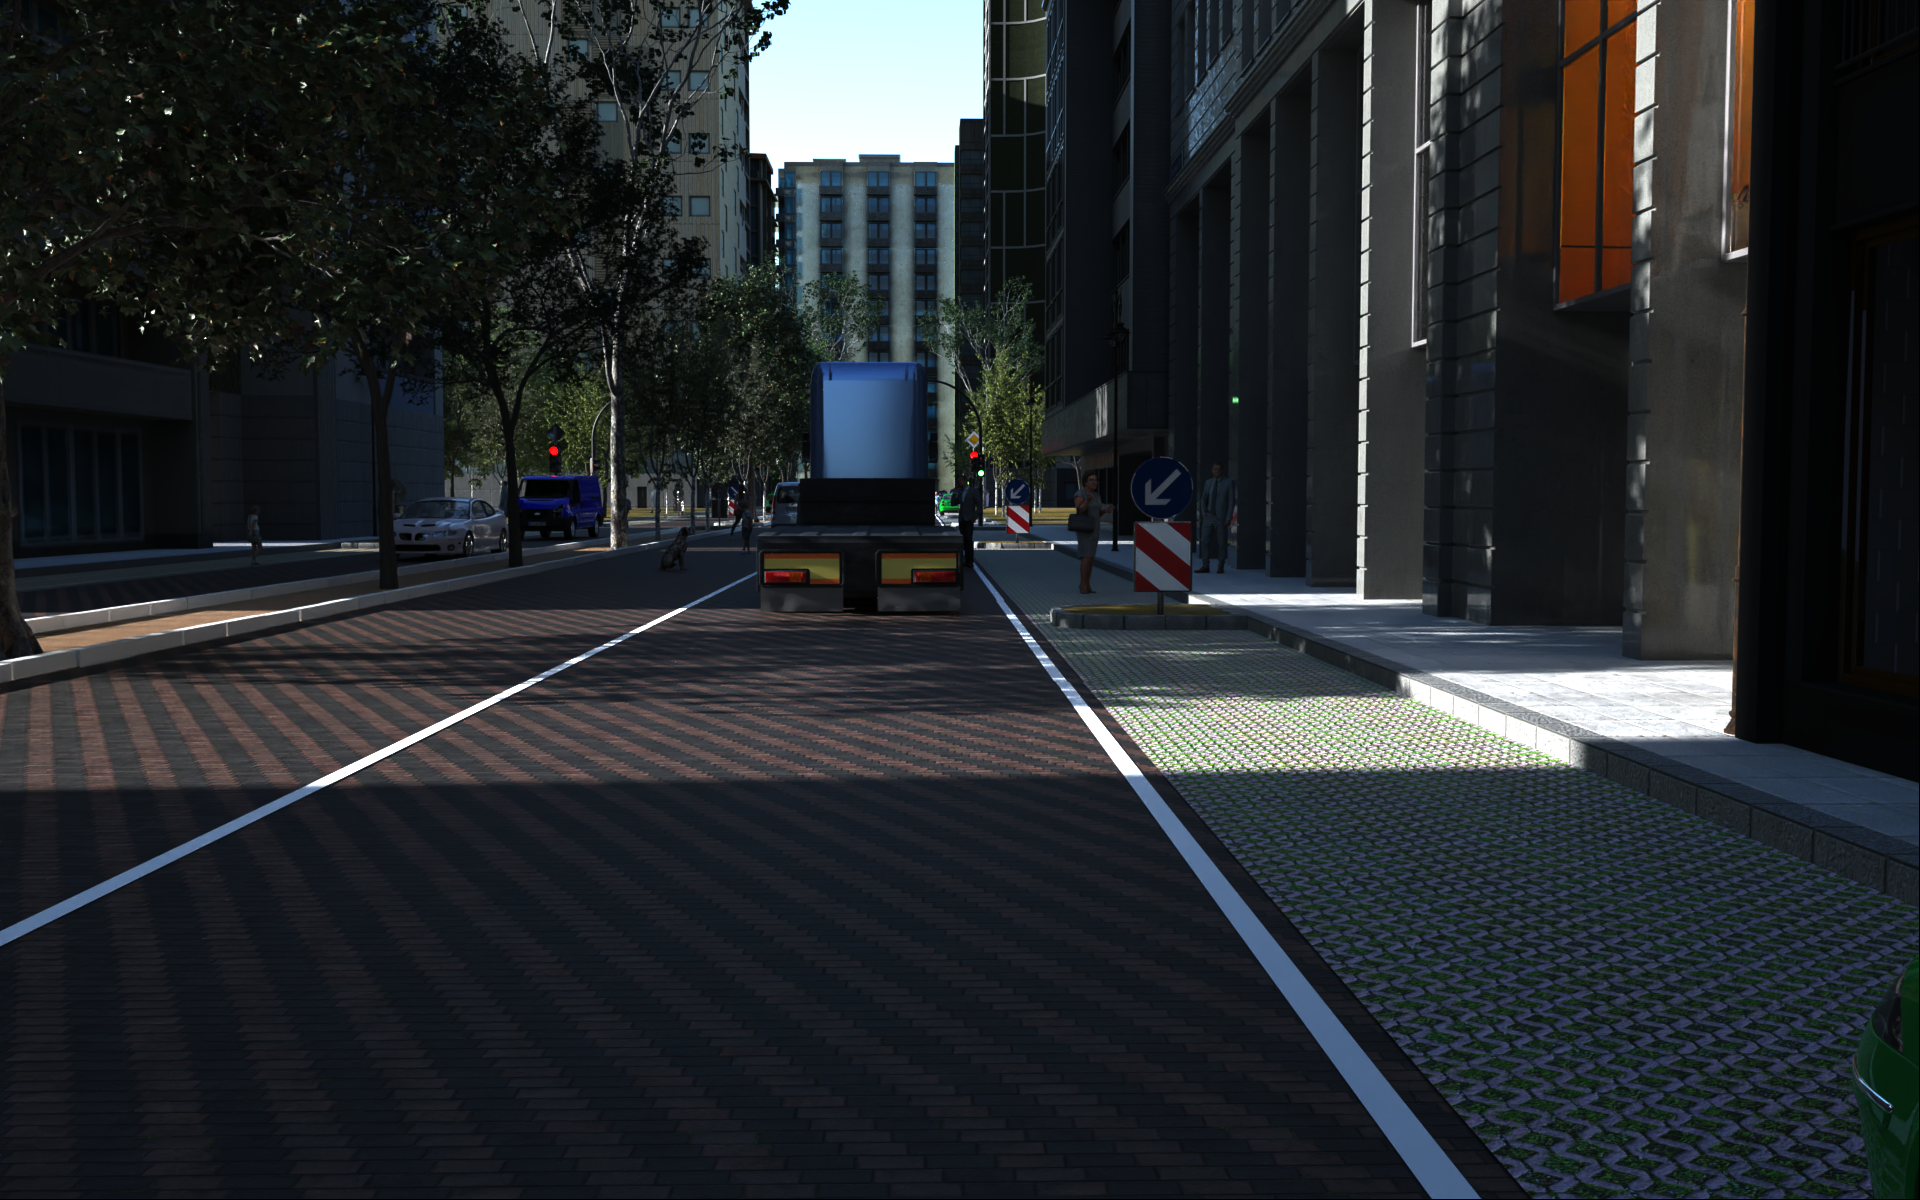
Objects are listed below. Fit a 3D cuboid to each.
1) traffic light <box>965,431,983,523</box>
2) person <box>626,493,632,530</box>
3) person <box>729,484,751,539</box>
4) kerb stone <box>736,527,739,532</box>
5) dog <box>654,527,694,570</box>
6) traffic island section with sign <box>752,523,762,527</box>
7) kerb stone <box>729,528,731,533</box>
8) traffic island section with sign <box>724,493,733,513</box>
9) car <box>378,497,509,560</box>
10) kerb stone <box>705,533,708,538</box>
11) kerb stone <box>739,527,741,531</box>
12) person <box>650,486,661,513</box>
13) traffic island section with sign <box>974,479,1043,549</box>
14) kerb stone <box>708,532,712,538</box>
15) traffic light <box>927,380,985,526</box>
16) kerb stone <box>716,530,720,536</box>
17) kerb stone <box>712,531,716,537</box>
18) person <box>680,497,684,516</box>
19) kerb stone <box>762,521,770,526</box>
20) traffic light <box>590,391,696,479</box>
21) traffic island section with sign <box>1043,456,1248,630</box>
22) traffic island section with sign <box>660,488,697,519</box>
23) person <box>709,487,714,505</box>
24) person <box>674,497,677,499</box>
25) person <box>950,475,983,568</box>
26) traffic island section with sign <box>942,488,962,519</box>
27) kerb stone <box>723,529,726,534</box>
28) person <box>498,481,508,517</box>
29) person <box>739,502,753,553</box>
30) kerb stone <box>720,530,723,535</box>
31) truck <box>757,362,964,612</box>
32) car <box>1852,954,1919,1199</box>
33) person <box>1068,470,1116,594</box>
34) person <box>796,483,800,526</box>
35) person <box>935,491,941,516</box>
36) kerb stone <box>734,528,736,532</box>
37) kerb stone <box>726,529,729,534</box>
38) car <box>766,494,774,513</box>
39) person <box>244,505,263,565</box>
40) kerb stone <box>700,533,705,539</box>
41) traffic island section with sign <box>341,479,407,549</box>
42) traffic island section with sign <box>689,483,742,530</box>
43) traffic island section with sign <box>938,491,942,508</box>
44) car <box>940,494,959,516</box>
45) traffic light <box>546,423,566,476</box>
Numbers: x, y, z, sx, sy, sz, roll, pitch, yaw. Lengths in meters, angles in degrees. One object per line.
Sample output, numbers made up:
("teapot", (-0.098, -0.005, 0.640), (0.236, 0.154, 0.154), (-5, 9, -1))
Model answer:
("traffic light", (0.606, -5.380, 76.879), (0.839, 4.253, 0.868), (0, 4, -1))
("person", (-13.324, -3.533, 68.854), (0.523, 1.515, 0.503), (-1, 4, -13))
("person", (-6.976, -2.792, 54.742), (0.643, 1.750, 0.593), (3, 4, 38))
("kerb stone", (-8.517, -2.618, 65.007), (0.120, 0.150, 1.000), (0, 4, -1))
("dog", (-5.480, -0.971, 32.705), (0.800, 0.831, 0.513), (1, 4, 19))
("traffic island section with sign", (-9.827, -4.176, 76.409), (2.006, 1.907, 1.989), (0, 4, -1))
("kerb stone", (-8.470, -2.493, 62.962), (0.120, 0.150, 1.000), (0, 4, -1))
("traffic island section with sign", (-17.088, -7.311, 128.155), (1.989, 1.847, 2.006), (0, 4, -1))
("car", (-11.507, -1.620, 38.852), (2.083, 1.381, 4.827), (0, 4, 0))
("kerb stone", (-8.304, -2.055, 55.786), (0.120, 0.150, 1.000), (0, 4, -1))
("kerb stone", (-8.546, -2.681, 66.035), (0.120, 0.150, 1.000), (0, 4, -1))
("person", (-20.585, -6.795, 117.017), (0.818, 1.842, 0.514), (-1, 4, -14))
("traffic island section with sign", (1.380, -2.286, 46.011), (1.989, 1.847, 2.006), (0, 4, -1))
("kerb stone", (-8.329, -2.114, 56.811), (0.120, 0.150, 1.000), (0, 4, -1))
("traffic light", (-1.295, -5.752, 68.706), (4.771, 5.953, 1.251), (0, 4, -1))
("kerb stone", (-8.376, -2.242, 58.860), (0.120, 0.150, 1.000), (0, 4, -1))
("kerb stone", (-8.349, -2.178, 57.838), (0.120, 0.150, 1.000), (0, 4, -1))
("person", (-16.689, -5.556, 104.018), (0.352, 1.250, 0.332), (3, 4, 36))
("kerb stone", (-8.849, -3.461, 78.846), (0.120, 0.150, 1.000), (0, 4, -1))
("traffic light", (-14.061, -6.232, 76.554), (4.771, 5.953, 1.251), (0, 4, -1))
("traffic island section with sign", (2.011, -0.638, 19.063), (1.989, 1.847, 2.006), (0, 4, -1))
("traffic island section with sign", (-16.449, -5.662, 101.208), (1.989, 1.847, 2.006), (0, 4, -1))
("person", (-19.983, -8.133, 138.996), (0.794, 1.824, 0.713), (1, 4, 18))
("person", (-23.509, -8.343, 143.023), (0.524, 1.755, 0.480), (1, 4, 22))
("person", (0.124, -1.546, 33.964), (0.473, 1.802, 0.592), (-3, 4, -36))
("traffic island section with sign", (0.080, -5.686, 101.586), (1.989, 1.847, 2.006), (0, 4, -1))
("kerb stone", (-8.432, -2.367, 60.905), (0.120, 0.150, 1.000), (0, 4, -1))
("person", (-18.212, -3.865, 69.330), (0.767, 1.812, 0.694), (1, 4, 14))
("person", (-5.173, -1.757, 41.913), (0.352, 1.250, 0.332), (0, 4, 6))
("kerb stone", (-8.399, -2.305, 59.881), (0.120, 0.150, 1.000), (0, 4, -1))
("truck", (-1.590, -2.433, 29.544), (2.967, 4.110, 18.799), (0, 4, -3))
("car", (2.283, 0.494, 0.712), (1.959, 1.807, 4.718), (0, 4, -3))
("person", (1.850, -0.974, 24.782), (0.716, 1.782, 0.532), (-3, 5, -45))
("person", (-5.219, -2.986, 57.602), (0.850, 1.792, 0.678), (-3, 4, -38))
("person", (-1.477, -6.183, 111.396), (0.589, 1.601, 0.330), (3, 4, 39))
("kerb stone", (-8.490, -2.550, 63.984), (0.120, 0.150, 1.000), (0, 4, -1))
("kerb stone", (-8.451, -2.430, 61.928), (0.120, 0.150, 1.000), (0, 4, -1))
("car", (-14.351, -7.758, 135.632), (1.959, 1.807, 4.718), (0, 4, -1))
("person", (-14.254, -1.302, 34.806), (0.505, 1.210, 0.382), (3, 4, 36))
("kerb stone", (-8.278, -1.992, 54.758), (0.120, 0.150, 1.000), (0, 4, -1))
("traffic island section with sign", (-15.153, -2.288, 46.036), (1.989, 1.847, 2.006), (0, 4, -1))
("traffic island section with sign", (-9.662, -3.723, 69.003), (2.006, 1.907, 1.989), (0, 4, -1))
("traffic island section with sign", (-0.562, -7.349, 128.782), (1.989, 1.847, 2.006), (0, 4, -1))
("car", (-0.444, -6.483, 114.786), (1.959, 1.807, 4.718), (0, 4, 0))
("traffic light", (-15.962, -4.866, 68.487), (0.839, 4.253, 0.868), (0, 4, -1))
